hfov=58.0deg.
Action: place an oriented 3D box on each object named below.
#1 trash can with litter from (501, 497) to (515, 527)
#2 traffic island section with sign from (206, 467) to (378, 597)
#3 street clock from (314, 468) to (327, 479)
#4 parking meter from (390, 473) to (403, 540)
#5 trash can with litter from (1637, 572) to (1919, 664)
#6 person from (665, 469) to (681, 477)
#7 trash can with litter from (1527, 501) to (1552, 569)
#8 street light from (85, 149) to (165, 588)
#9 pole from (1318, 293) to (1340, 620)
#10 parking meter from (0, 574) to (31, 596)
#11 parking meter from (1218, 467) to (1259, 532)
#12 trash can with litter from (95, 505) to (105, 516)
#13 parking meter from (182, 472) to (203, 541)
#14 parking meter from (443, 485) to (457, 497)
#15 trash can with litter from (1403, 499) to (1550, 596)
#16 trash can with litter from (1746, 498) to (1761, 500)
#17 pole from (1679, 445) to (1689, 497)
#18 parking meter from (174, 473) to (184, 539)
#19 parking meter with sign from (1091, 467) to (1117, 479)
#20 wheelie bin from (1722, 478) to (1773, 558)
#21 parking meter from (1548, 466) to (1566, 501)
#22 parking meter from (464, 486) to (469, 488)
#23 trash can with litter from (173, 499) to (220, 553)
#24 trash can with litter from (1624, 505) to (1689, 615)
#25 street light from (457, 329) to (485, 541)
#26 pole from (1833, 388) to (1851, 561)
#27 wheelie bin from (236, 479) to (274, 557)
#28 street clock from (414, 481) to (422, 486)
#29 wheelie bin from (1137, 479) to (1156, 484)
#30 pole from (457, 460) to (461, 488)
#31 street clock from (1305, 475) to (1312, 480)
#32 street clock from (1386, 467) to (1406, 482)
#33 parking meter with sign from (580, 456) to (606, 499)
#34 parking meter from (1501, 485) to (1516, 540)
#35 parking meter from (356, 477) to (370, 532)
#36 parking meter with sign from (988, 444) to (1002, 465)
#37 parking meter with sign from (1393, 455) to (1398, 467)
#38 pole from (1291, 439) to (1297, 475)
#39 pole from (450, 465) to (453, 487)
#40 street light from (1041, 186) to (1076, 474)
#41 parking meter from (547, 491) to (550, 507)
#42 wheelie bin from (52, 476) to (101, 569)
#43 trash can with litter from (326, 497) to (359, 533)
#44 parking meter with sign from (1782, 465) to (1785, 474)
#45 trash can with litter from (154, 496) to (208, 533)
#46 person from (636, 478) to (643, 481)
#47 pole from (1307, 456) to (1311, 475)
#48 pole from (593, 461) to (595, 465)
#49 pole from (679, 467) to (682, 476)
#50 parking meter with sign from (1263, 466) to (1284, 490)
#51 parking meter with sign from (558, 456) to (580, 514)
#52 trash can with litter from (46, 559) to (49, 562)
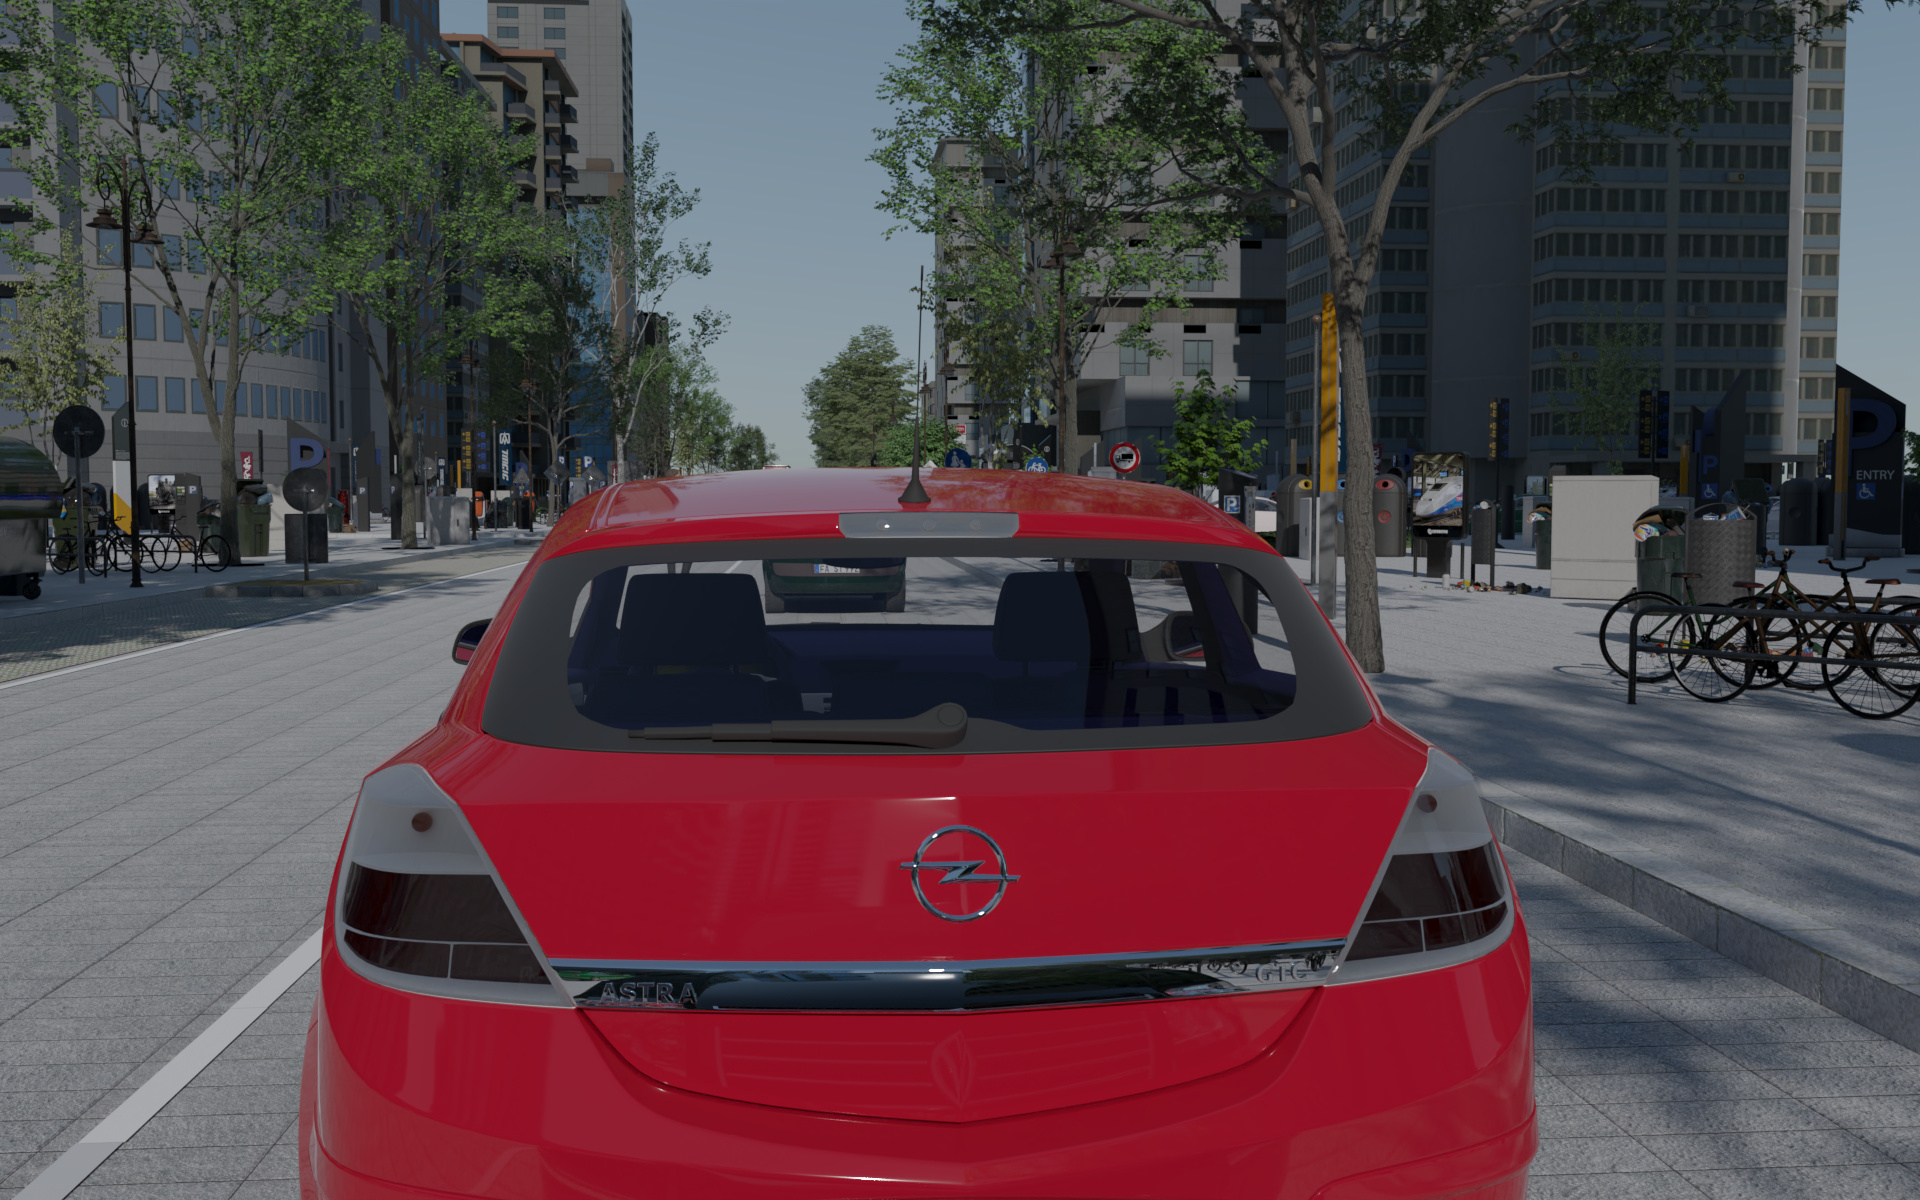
[{"bbox_3d":[-17.778,-3.452,67.835,0.624,1.170,1.055,1,4,8],"label":"trash can with litter"},{"bbox_3d":[-9.504,-0.994,24.878,1.989,1.847,2.006,0,4,-5],"label":"traffic island section with sign"},{"bbox_3d":[-18.167,-2.718,49.006,0.471,2.002,0.358,1,4,20],"label":"street clock"},{"bbox_3d":[-15.706,-2.607,48.341,0.399,1.863,0.255,3,5,43],"label":"parking meter"},{"bbox_3d":[6.389,-0.154,13.575,2.233,1.210,1.678,1,4,16],"label":"trash can with litter"},{"bbox_3d":[-4.107,-1.023,25.402,0.473,1.802,0.592,2,4,28],"label":"person"},{"bbox_3d":[10.098,-1.118,29.674,0.624,1.170,1.055,2,4,26],"label":"trash can with litter"},{"bbox_3d":[-11.340,-3.112,23.675,0.468,5.910,1.993,0,4,-5],"label":"street light"},{"bbox_3d":[3.772,-1.458,17.690,0.158,3.312,0.155,0,3,0],"label":"pole"},{"bbox_3d":[-11.986,-0.988,21.862,0.399,1.863,0.255,1,4,22],"label":"parking meter"},{"bbox_3d":[2.558,-0.460,15.924,0.372,1.533,0.369,0,3,0],"label":"parking meter"},{"bbox_3d":[-20.077,-1.730,39.679,0.624,1.170,1.055,0,4,-7],"label":"trash can with litter"},{"bbox_3d":[-20.737,-2.520,46.917,0.399,1.863,0.255,-1,4,-14],"label":"parking meter"},{"bbox_3d":[-14.109,-2.418,47.941,0.372,1.533,0.369,0,3,0],"label":"parking meter"},{"bbox_3d":[6.992,-0.718,22.799,1.678,1.210,2.233,-1,4,-13],"label":"trash can with litter"},{"bbox_3d":[13.606,-1.197,30.621,2.233,1.210,1.678,-1,4,-14],"label":"trash can with litter"},{"bbox_3d":[29.982,-4.773,71.884,0.158,3.312,0.155,0,3,0],"label":"pole"},{"bbox_3d":[-22.067,-2.650,49.034,0.255,1.863,0.399,-2,4,-29],"label":"parking meter"},{"bbox_3d":[4.038,-3.195,48.500,1.738,3.016,0.543,0,4,0],"label":"parking meter with sign"},{"bbox_3d":[15.876,-1.659,35.025,0.980,1.594,0.693,0,4,-1],"label":"wheelie bin"},{"bbox_3d":[12.170,-1.812,35.339,0.255,1.863,0.399,2,4,33],"label":"parking meter"},{"bbox_3d":[-32.951,-6.731,115.757,0.255,1.863,0.399,2,4,34],"label":"parking meter"},{"bbox_3d":[-16.549,-1.606,37.645,1.055,1.170,0.624,-1,4,-10],"label":"trash can with litter"},{"bbox_3d":[7.387,-0.440,18.581,0.624,1.170,1.055,0,4,3],"label":"trash can with litter"},{"bbox_3d":[-13.424,-4.581,47.692,0.468,5.910,1.993,0,4,-5],"label":"street light"},{"bbox_3d":[17.001,-2.419,33.391,0.158,3.312,0.155,0,3,0],"label":"pole"},{"bbox_3d":[-14.482,-1.682,35.414,0.693,1.594,0.980,2,4,33],"label":"wheelie bin"},{"bbox_3d":[-30.284,-5.630,96.617,0.471,2.002,0.358,-3,5,-41],"label":"street clock"},{"bbox_3d":[3.836,-1.682,35.403,0.693,1.594,0.980,3,4,39],"label":"wheelie bin"},{"bbox_3d":[-30.398,-6.807,105.133,0.158,3.312,0.155,0,3,0],"label":"pole"},{"bbox_3d":[13.065,-3.687,64.860,0.471,2.002,0.358,-2,4,-34],"label":"street clock"},{"bbox_3d":[11.667,-2.558,46.386,0.471,2.002,0.358,3,5,39],"label":"street clock"},{"bbox_3d":[-16.388,-5.024,78.410,0.543,3.016,1.738,-3,5,-44],"label":"parking meter with sign"},{"bbox_3d":[15.404,-2.461,48.646,0.372,1.533,0.369,0,3,0],"label":"parking meter"},{"bbox_3d":[-20.251,-3.245,58.770,0.399,1.863,0.255,0,4,-3],"label":"parking meter"},{"bbox_3d":[0.699,-3.861,59.386,0.543,3.016,1.738,3,5,39],"label":"parking meter with sign"},{"bbox_3d":[18.505,-4.937,76.975,1.738,3.016,0.543,0,4,0],"label":"parking meter with sign"},{"bbox_3d":[12.337,-4.298,64.108,0.158,3.312,0.155,0,3,0],"label":"pole"},{"bbox_3d":[-35.463,-7.767,120.833,0.158,3.312,0.155,0,3,0],"label":"pole"},{"bbox_3d":[1.549,-3.277,26.371,0.468,5.910,1.993,0,4,-5],"label":"street light"},{"bbox_3d":[-30.454,-7.346,128.520,0.372,1.533,0.369,0,3,0],"label":"parking meter"},{"bbox_3d":[-15.282,-1.349,29.963,0.693,1.594,0.980,-1,4,-11],"label":"wheelie bin"},{"bbox_3d":[-20.339,-2.796,57.099,1.055,1.170,0.624,1,4,11],"label":"trash can with litter"},{"bbox_3d":[50.738,-6.679,105.458,1.738,3.016,0.543,-1,4,-9],"label":"parking meter with sign"},{"bbox_3d":[-26.343,-2.903,58.515,1.678,1.210,2.233,-2,4,-28],"label":"trash can with litter"},{"bbox_3d":[-7.040,-1.774,37.859,0.623,1.781,0.721,-2,4,-28],"label":"person"},{"bbox_3d":[18.665,-6.046,92.702,0.158,3.312,0.155,0,3,0],"label":"pole"},{"bbox_3d":[-22.426,-6.854,105.900,0.158,3.312,0.155,0,3,0],"label":"pole"},{"bbox_3d":[-20.912,-8.310,129.704,0.158,3.312,0.155,0,3,0],"label":"pole"},{"bbox_3d":[19.078,-6.774,107.016,1.738,3.016,0.543,1,4,15],"label":"parking meter with sign"},{"bbox_3d":[-17.613,-5.119,79.949,1.738,3.016,0.543,-3,5,-44],"label":"parking meter with sign"},{"bbox_3d":[-17.617,-1.289,32.133,2.233,1.210,1.678,2,4,24],"label":"trash can with litter"}]
